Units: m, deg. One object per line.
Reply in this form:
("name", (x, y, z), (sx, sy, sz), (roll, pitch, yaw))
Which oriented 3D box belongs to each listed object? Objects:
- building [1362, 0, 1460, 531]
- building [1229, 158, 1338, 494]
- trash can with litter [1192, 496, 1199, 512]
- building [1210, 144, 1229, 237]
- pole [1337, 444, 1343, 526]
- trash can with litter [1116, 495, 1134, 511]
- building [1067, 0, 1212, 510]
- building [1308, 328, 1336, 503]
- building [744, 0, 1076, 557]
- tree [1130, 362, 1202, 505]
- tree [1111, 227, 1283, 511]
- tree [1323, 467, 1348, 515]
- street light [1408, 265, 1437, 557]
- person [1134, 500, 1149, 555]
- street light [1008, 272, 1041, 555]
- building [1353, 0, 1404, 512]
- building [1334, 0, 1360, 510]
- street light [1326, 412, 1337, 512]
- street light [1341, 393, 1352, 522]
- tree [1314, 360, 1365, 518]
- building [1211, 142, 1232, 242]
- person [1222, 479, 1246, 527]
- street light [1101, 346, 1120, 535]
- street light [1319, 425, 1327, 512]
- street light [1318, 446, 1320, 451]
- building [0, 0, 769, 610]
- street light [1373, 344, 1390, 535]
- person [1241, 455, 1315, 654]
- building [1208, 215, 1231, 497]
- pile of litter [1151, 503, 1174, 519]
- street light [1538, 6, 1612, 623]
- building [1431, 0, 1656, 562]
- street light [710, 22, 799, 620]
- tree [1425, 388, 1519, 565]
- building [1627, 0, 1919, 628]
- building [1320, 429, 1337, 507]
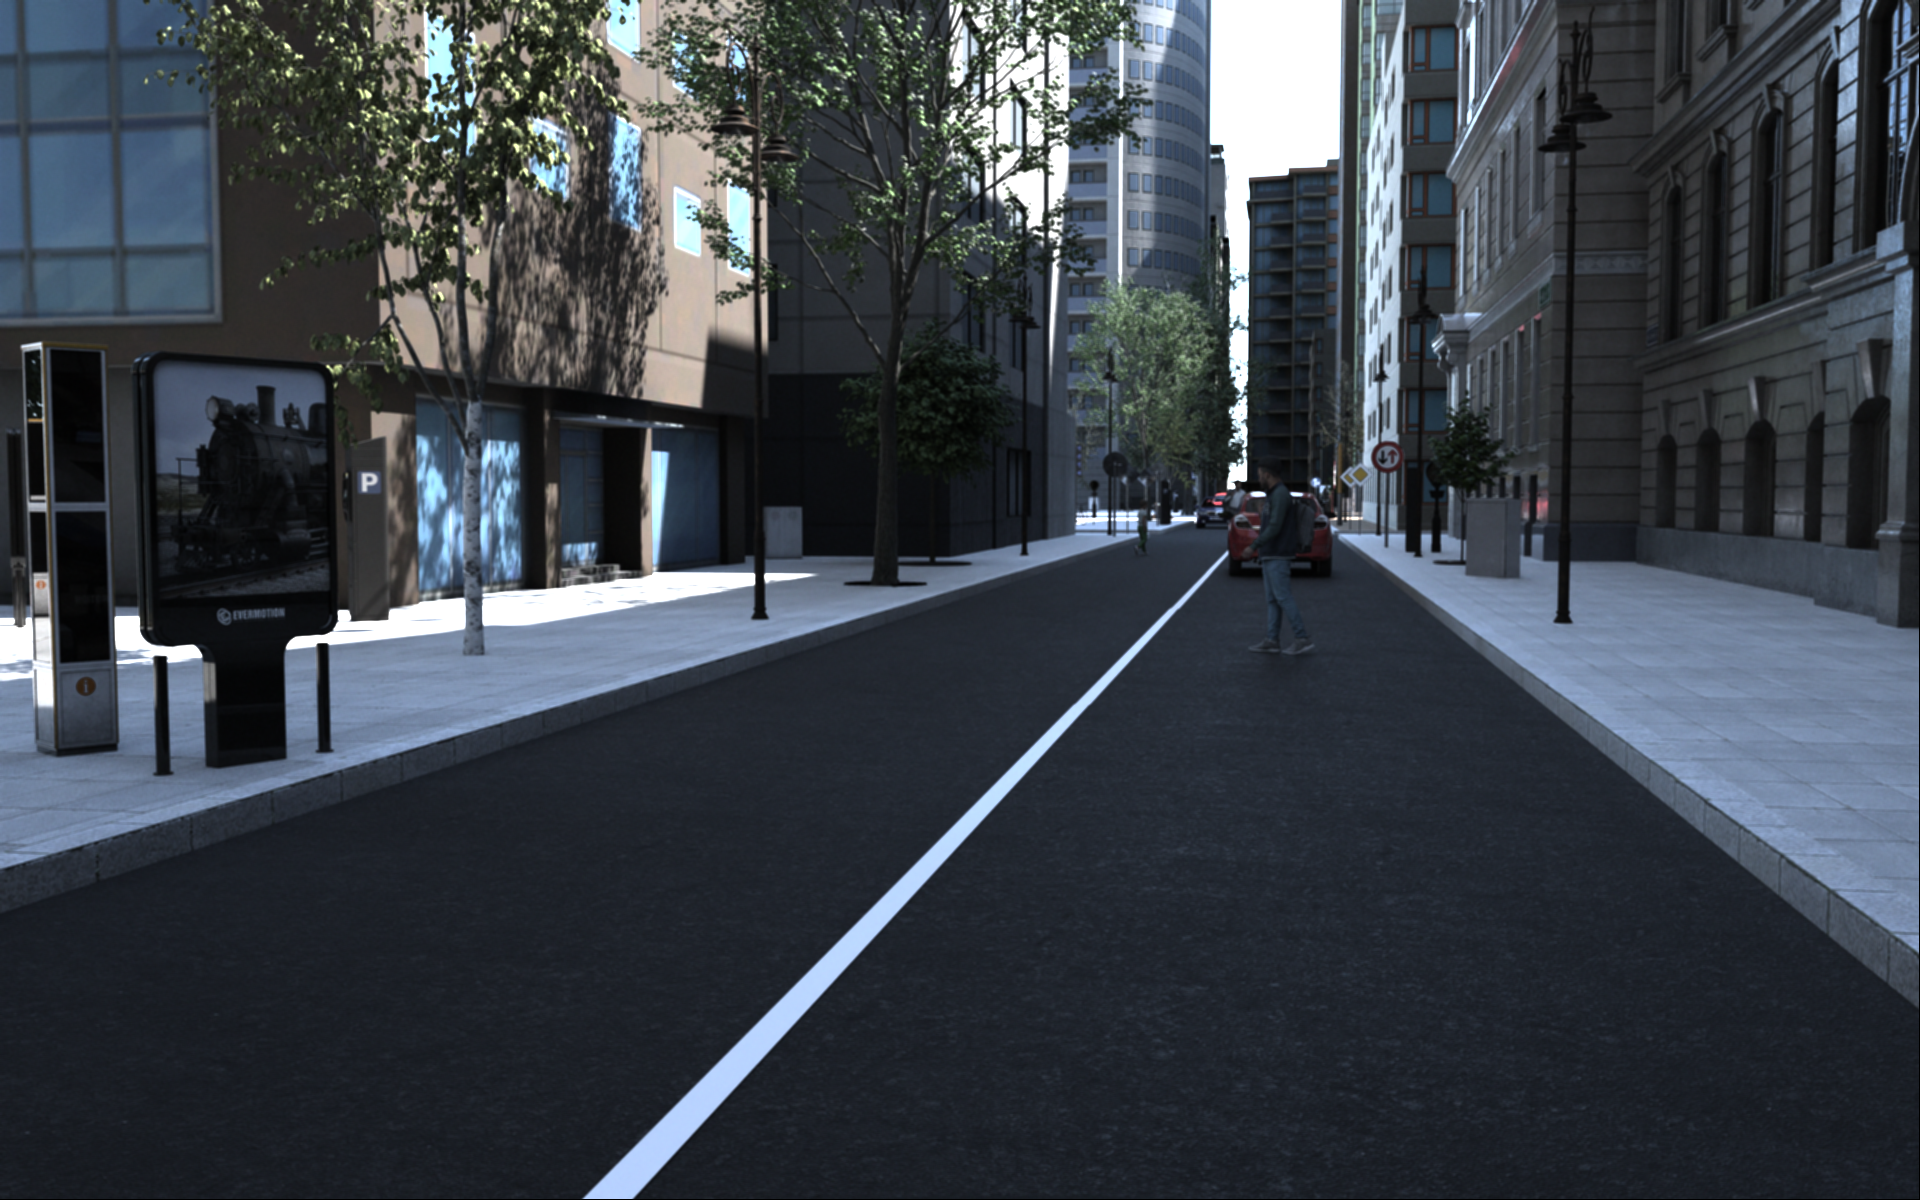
("building", (32.150, -13.841, 71.341), (28.899, 21.520, 27.650), (1, 4, 11))
("building", (50.575, -35.085, 228.263), (28.867, 44.769, 22.147), (1, 4, 11))
("trash can with litter", (16.678, -6.932, 124.729), (1.055, 1.170, 0.624), (-3, 5, -44))
("building", (24.579, -31.884, 204.900), (14.086, 41.232, 14.154), (1, 4, 11))
("pole", (15.452, -4.682, 70.393), (0.158, 3.312, 0.155), (0, 3, 0))
("trash can with litter", (12.008, -7.180, 128.458), (2.233, 1.210, 1.678), (-1, 4, -23))
("building", (10.853, -37.325, 152.265), (21.231, 58.520, 28.212), (1, 4, 11))
("building", (53.192, -21.280, 192.969), (27.650, 21.520, 28.899), (1, 4, 11))
("building", (-8.328, -37.100, 44.831), (20.611, 71.187, 20.563), (1, 4, 11))
("tree", (11.429, -8.835, 94.816), (4.737, 8.622, 4.395), (0, 3, 0))
("tree", (16.963, -16.505, 125.751), (12.611, 20.169, 13.585), (0, 3, 0))
("tree", (23.502, -6.866, 106.861), (1.663, 3.219, 1.824), (0, 3, 0))
("street light", (9.344, -3.814, 35.154), (0.468, 5.910, 1.993), (1, 4, 11))
("person", (4.271, -1.711, 40.721), (0.306, 1.304, 0.590), (3, 5, 42))
("street light", (1.351, -3.875, 36.143), (0.468, 5.910, 1.993), (1, 4, 11))
("building", (36.107, -27.097, 126.622), (14.154, 41.232, 14.086), (1, 4, 11))
("building", (37.909, -30.005, 140.687), (14.600, 45.320, 14.200), (1, 4, 11))
("street light", (21.171, -7.666, 98.132), (0.468, 5.910, 1.993), (1, 4, 11))
("street light", (17.746, -6.535, 79.639), (0.468, 5.910, 1.993), (1, 4, 11))
("tree", (21.400, -8.797, 94.199), (4.360, 8.622, 3.978), (0, 3, 0))
("building", (21.152, -37.601, 234.376), (30.456, 49.044, 23.786), (1, 4, 11))
("person", (7.455, -2.350, 47.030), (0.679, 1.850, 0.850), (0, 4, 2))
("street light", (4.690, -4.971, 54.068), (0.468, 5.910, 1.993), (1, 4, 11))
("street light", (24.541, -8.762, 116.051), (0.468, 5.910, 1.993), (1, 4, 11))
("street light", (28.019, -9.908, 134.775), (0.468, 5.910, 1.993), (1, 4, 11))
("building", (-11.668, -22.960, 25.507), (14.600, 45.320, 14.200), (1, 4, 11))
("street light", (12.984, -4.940, 53.564), (0.468, 5.910, 1.993), (1, 4, 11))
("person", (2.866, -0.418, 15.679), (0.721, 1.781, 0.623), (0, 4, -1))
("building", (22.046, -25.475, 188.212), (14.160, 30.474, 14.107), (1, 4, 11))
("pile of litter", (10.157, -4.529, 88.009), (1.176, 0.858, 1.719), (-3, 4, -39))
("street light", (6.008, -2.709, 17.077), (0.468, 5.910, 1.993), (1, 4, 11))
("building", (19.037, -15.579, 40.627), (13.634, 28.700, 20.117), (1, 4, 11))
("street light", (-2.053, -2.741, 17.602), (0.468, 5.910, 1.993), (1, 4, 11))
("tree", (9.331, -2.264, 31.626), (1.663, 3.219, 1.824), (0, 3, 0))
("building", (14.481, -11.907, 13.758), (14.460, 24.649, 34.723), (1, 4, 11))
("building", (45.696, -51.900, 161.232), (22.319, 86.520, 31.000), (1, 4, 11))
